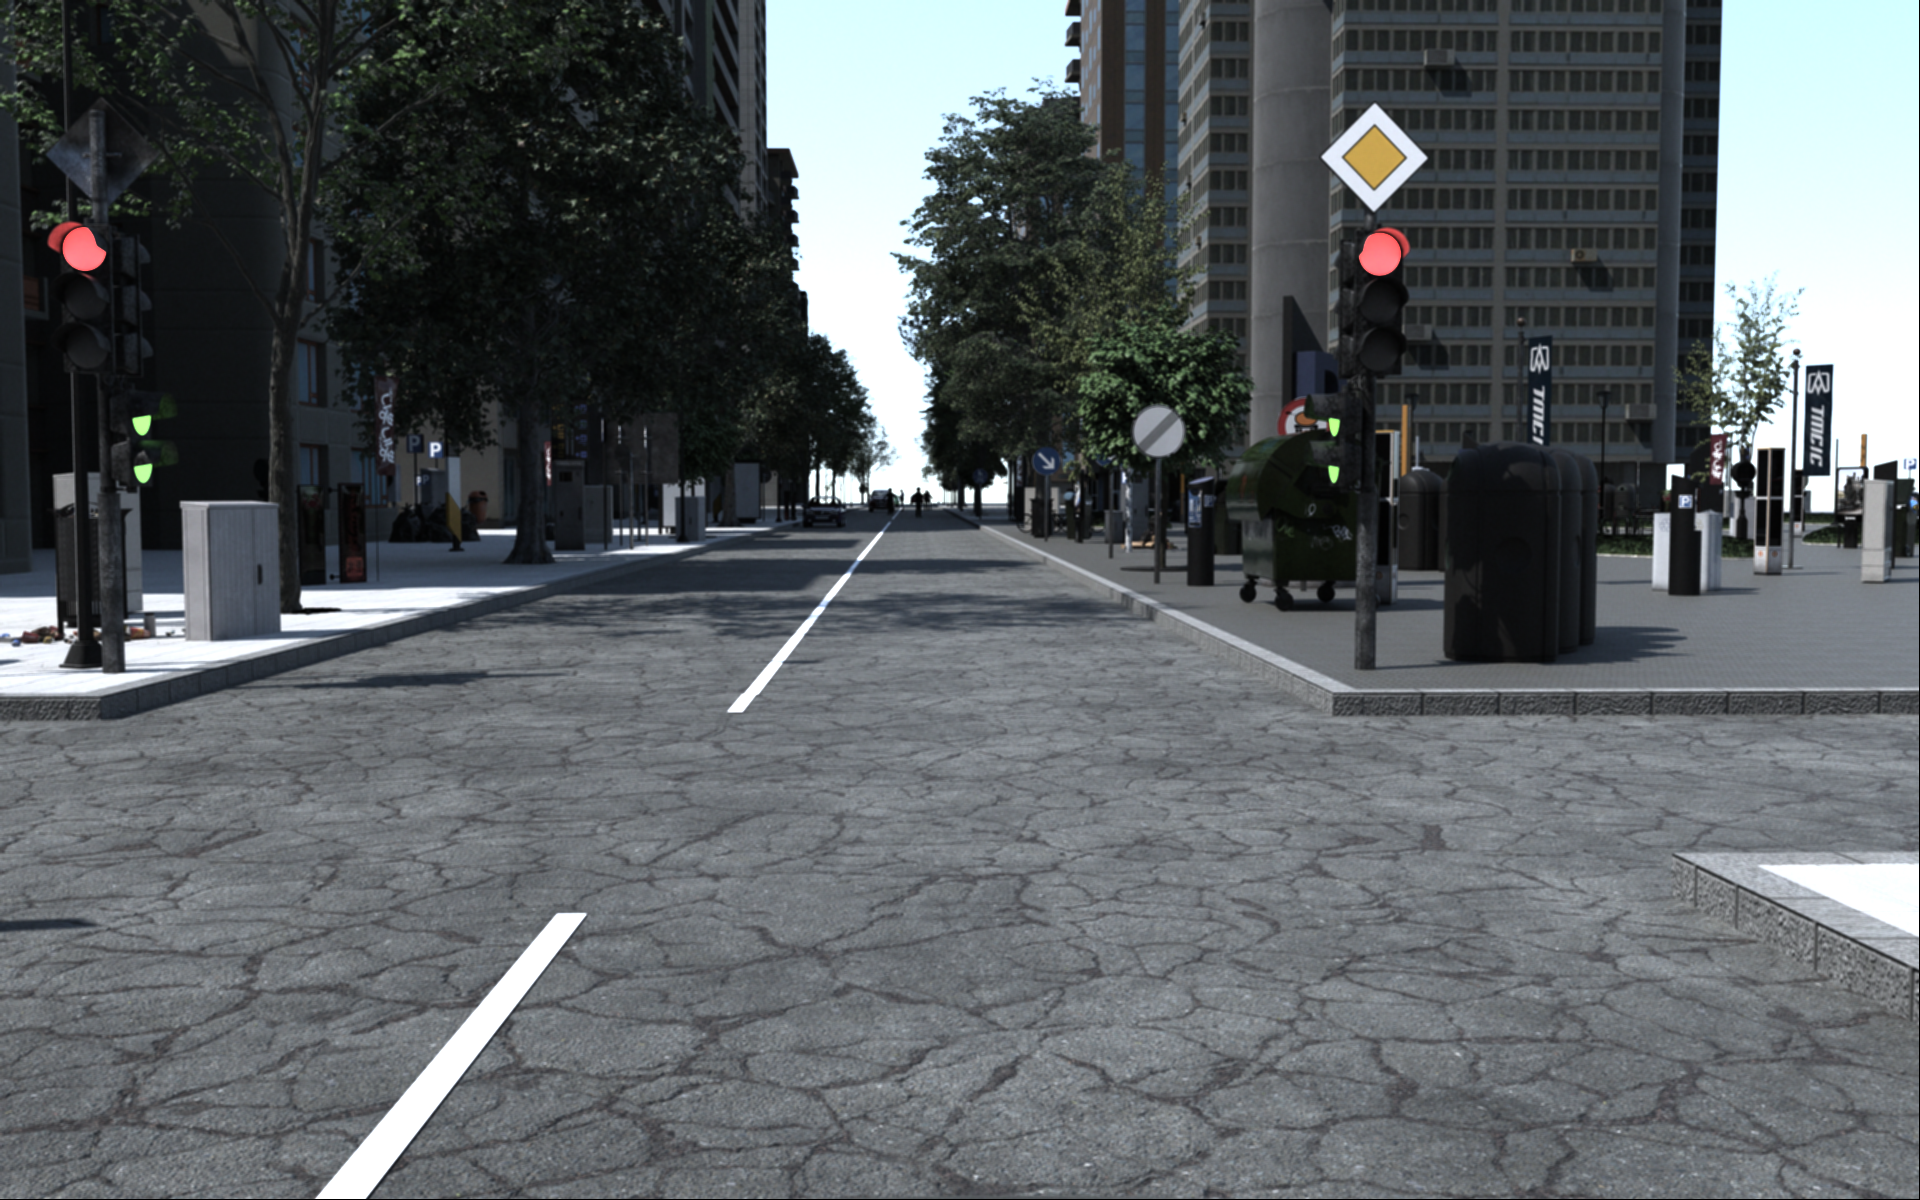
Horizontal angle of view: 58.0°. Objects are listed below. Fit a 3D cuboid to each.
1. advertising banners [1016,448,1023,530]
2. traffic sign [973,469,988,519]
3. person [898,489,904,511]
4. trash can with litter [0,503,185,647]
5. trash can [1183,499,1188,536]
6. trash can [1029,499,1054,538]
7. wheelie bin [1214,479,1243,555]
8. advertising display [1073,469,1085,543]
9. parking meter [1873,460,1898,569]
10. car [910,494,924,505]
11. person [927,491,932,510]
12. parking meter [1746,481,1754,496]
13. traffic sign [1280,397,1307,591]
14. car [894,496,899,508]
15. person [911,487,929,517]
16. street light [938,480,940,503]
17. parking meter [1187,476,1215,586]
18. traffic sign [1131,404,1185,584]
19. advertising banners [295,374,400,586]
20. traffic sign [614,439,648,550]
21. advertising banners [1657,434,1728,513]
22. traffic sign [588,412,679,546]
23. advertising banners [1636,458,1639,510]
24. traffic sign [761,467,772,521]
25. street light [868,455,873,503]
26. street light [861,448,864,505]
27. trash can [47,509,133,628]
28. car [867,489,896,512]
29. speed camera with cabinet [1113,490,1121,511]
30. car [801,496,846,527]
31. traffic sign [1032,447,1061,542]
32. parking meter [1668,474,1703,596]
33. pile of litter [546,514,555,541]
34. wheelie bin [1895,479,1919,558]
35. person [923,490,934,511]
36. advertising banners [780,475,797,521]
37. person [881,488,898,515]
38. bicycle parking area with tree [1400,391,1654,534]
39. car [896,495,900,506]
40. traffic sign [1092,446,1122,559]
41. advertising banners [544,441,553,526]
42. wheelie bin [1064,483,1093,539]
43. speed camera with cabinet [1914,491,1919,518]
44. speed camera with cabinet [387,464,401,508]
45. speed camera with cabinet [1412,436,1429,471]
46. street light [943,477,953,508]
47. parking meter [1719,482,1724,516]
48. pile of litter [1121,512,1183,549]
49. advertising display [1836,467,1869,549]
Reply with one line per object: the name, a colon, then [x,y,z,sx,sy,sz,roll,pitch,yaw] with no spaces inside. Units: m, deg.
advertising banners: [2.520,-4.043,62.286,0.090,3.025,2.074,2,4,35]
traffic sign: [1.027,-5.354,87.651,0.768,2.556,0.104,0,4,0]
person: [-4.949,-8.317,144.358,0.599,1.838,0.709,-1,4,-13]
trash can with litter: [-8.065,-0.262,15.338,2.233,1.210,1.678,0,3,0]
trash can: [7.204,-2.536,53.114,0.748,1.137,0.748,0,3,0]
trash can: [2.406,-2.405,50.983,0.748,1.137,0.748,0,3,0]
wheelie bin: [5.708,-1.755,36.609,0.980,1.594,0.693,-2,4,-30]
advertising display: [3.129,-2.466,45.527,0.123,1.923,0.974,0,4,-6]
parking meter: [15.819,-1.467,29.689,0.399,1.863,0.255,2,4,26]
car: [-5.759,-13.668,232.507,2.155,1.783,4.494,0,4,-1]
person: [-2.844,-9.079,157.882,0.436,1.711,0.756,-3,5,-44]
parking meter: [32.435,-4.005,71.187,0.255,1.863,0.399,1,4,9]
traffic sign: [4.540,-1.389,22.812,0.768,2.556,0.104,0,4,2]
car: [-7.462,-10.733,184.284,1.959,1.807,4.718,0,4,-3]
person: [-2.524,-6.006,106.330,1.348,1.869,0.705,3,4,37]
street light: [-1.302,-11.724,164.220,1.470,5.913,1.316,0,4,-2]
parking meter: [3.371,-0.967,24.226,0.372,1.533,0.369,0,3,0]
traffic sign: [2.825,-1.507,24.751,0.768,2.556,0.104,0,4,1]
advertising banners: [-8.790,-1.758,24.935,0.090,3.025,2.074,2,4,26]
traffic sign: [-7.595,-2.439,39.981,0.768,2.556,0.104,0,4,0]
advertising banners: [21.520,-3.348,50.920,0.090,3.025,2.074,-3,5,-40]
traffic sign: [-8.098,-3.000,42.930,2.265,3.308,0.079,0,4,4]
advertising banners: [32.289,-5.283,82.557,0.090,3.025,2.074,1,4,23]
traffic sign: [-9.186,-4.949,81.028,0.768,2.556,0.104,0,4,0]
street light: [-11.081,-14.263,205.735,1.470,5.913,1.316,0,4,-2]
street light: [-10.302,-12.237,172.609,1.470,5.913,1.316,0,4,-2]
trash can: [-8.420,-0.315,16.798,0.748,1.137,0.748,0,3,0]
car: [-6.319,-8.032,139.995,2.281,1.827,5.304,0,4,-1]
speed camera with cabinet: [7.270,-4.980,75.756,0.660,3.252,2.038,-2,4,-24]
car: [-5.925,-3.861,75.707,1.945,1.354,3.894,0,4,-1]
traffic sign: [2.330,-2.853,46.747,0.768,2.556,0.104,0,4,0]
parking meter: [9.202,-0.829,21.962,0.372,1.533,0.369,0,3,0]
pile of litter: [-11.603,-2.087,48.082,1.719,0.858,1.176,1,4,23]
wheelie bin: [19.069,-1.676,35.316,0.693,1.594,0.980,-3,5,-41]
person: [-2.894,-8.581,148.823,1.348,1.821,0.705,0,4,-3]
advertising banners: [-8.453,-5.403,84.533,0.090,3.025,2.074,-2,4,-30]
person: [-4.855,-6.845,120.048,1.348,1.869,0.705,-2,4,-35]
bicycle parking area with tree: [15.358,-3.781,48.823,8.231,4.147,9.016,2,4,26]
car: [-8.357,-12.266,212.917,2.083,1.381,4.827,0,4,-2]
traffic sign: [3.007,-2.098,34.409,0.768,2.556,0.104,0,4,6]
advertising banners: [-13.073,-3.685,56.435,0.090,3.025,2.074,-3,4,-38]
wheelie bin: [3.344,-2.527,49.225,0.693,1.594,0.980,2,4,26]
speed camera with cabinet: [49.347,-5.712,87.733,2.038,3.252,0.660,1,4,21]
speed camera with cabinet: [-17.347,-3.423,50.296,2.038,3.252,0.660,0,4,-2]
speed camera with cabinet: [16.349,-3.967,59.192,2.038,3.252,0.660,2,4,24]
street light: [-0.409,-9.697,131.080,1.470,5.913,1.316,0,4,-2]
parking meter: [36.106,-4.690,82.397,0.399,1.863,0.255,-1,4,-11]
pile of litter: [4.494,-1.637,40.726,1.176,0.858,1.719,-2,4,-24]
advertising display: [21.078,-2.185,40.939,0.123,1.923,0.974,-1,4,-9]
